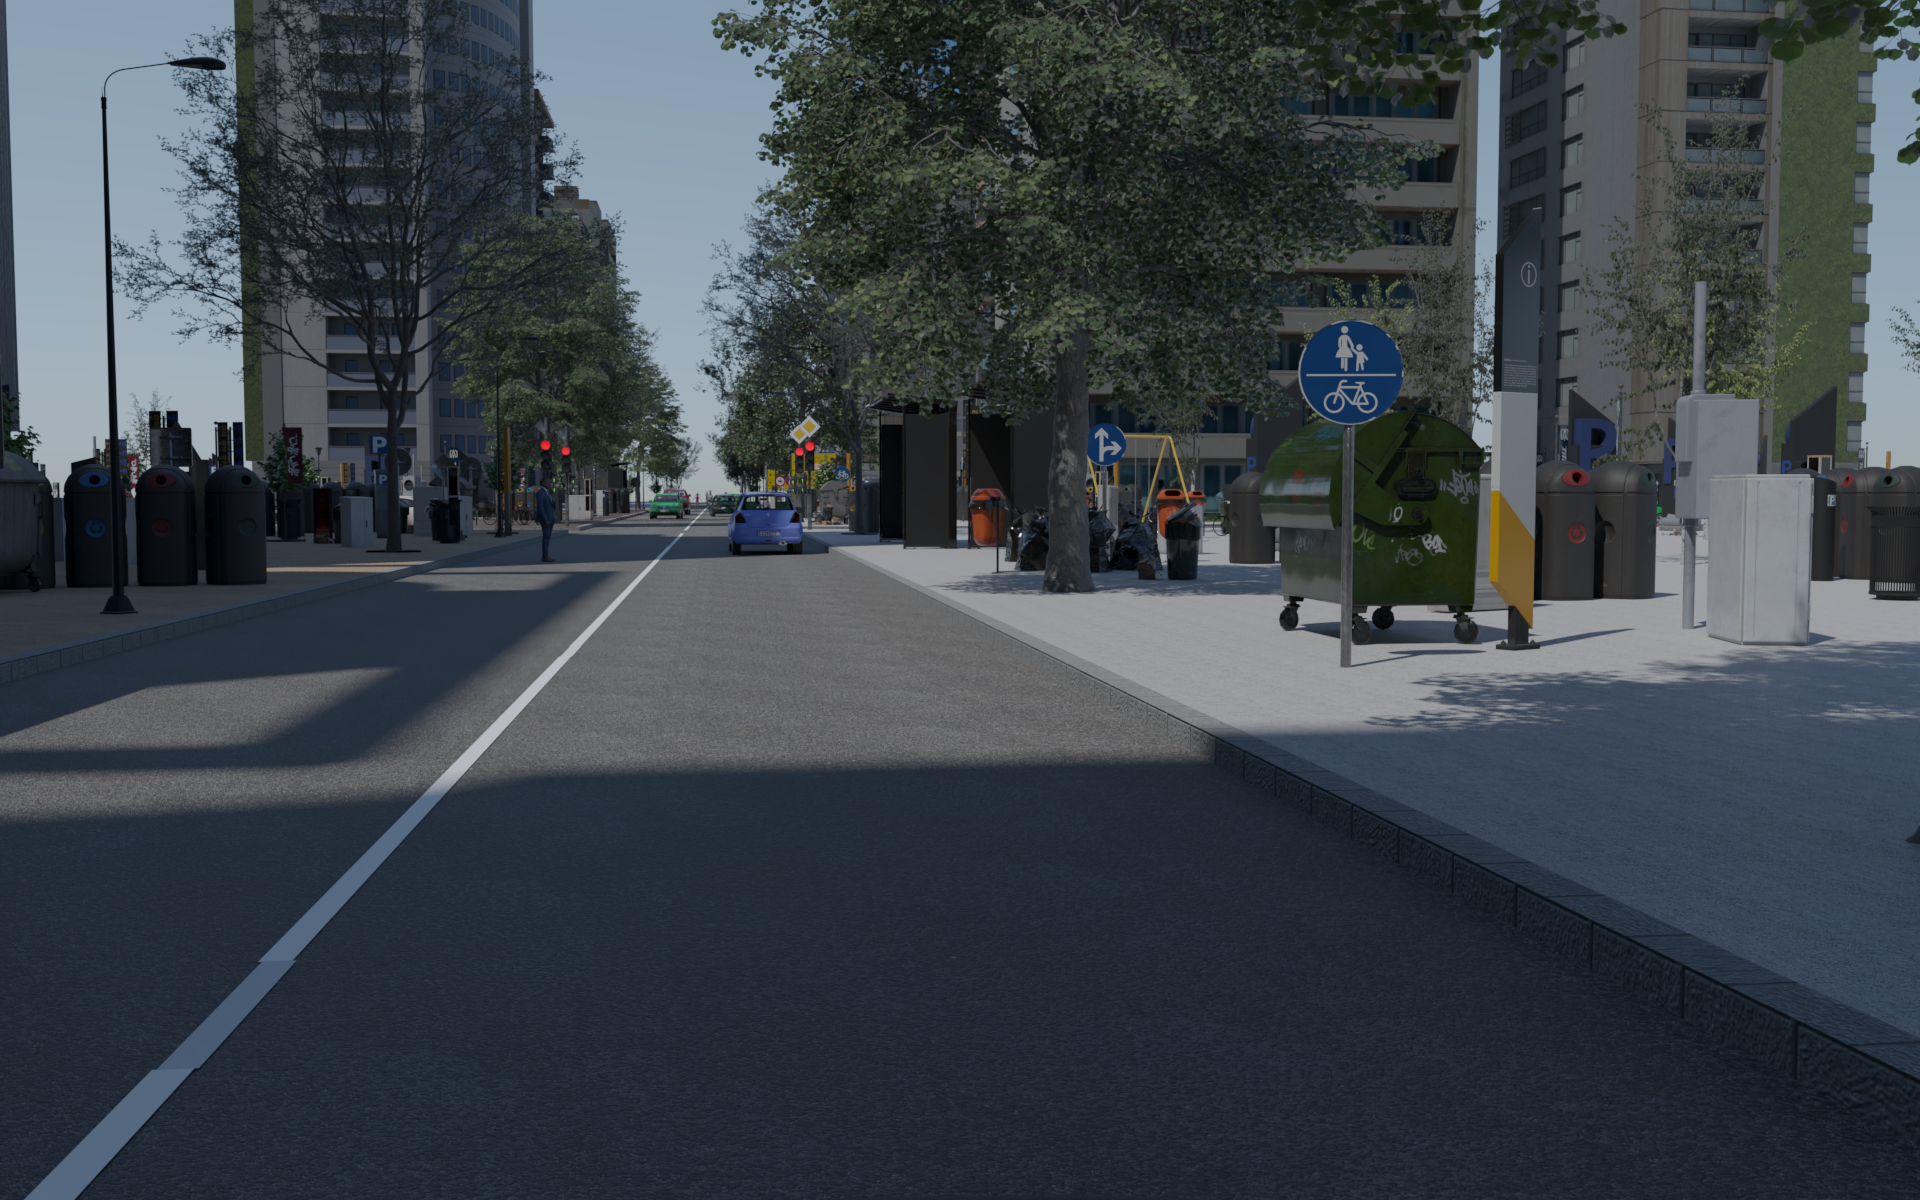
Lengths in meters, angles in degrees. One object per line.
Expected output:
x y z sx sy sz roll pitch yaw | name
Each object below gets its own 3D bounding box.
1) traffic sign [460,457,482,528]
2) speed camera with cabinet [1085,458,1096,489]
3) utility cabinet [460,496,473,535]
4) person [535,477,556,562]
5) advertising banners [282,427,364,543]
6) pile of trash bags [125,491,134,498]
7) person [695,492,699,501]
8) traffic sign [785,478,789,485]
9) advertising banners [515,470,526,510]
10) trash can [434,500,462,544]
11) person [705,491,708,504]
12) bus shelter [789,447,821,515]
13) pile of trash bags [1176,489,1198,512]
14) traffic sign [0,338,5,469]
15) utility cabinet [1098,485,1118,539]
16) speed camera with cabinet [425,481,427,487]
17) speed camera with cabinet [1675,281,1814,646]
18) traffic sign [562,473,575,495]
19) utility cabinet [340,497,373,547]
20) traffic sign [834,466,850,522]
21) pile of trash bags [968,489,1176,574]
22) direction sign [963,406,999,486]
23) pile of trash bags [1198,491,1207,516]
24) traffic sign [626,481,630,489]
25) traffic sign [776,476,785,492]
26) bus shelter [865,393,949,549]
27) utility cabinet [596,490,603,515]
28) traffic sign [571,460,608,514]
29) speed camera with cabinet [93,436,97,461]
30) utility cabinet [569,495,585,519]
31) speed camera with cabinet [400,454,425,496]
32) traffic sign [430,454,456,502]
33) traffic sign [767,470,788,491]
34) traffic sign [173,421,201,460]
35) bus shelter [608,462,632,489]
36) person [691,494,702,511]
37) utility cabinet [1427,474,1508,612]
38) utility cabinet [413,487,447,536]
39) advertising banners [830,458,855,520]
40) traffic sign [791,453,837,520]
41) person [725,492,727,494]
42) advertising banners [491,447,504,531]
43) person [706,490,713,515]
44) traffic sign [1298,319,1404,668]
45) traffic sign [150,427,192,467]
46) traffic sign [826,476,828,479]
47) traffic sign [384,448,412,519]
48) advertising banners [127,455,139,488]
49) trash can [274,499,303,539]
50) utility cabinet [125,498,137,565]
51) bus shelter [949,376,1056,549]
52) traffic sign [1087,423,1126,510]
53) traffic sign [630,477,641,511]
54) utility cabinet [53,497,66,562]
-16.761 -3.626 59.387 0.768 2.556 0.104 0 4 -2 | traffic sign
5.151 -5.096 77.651 2.038 3.252 0.660 -1 4 -12 | speed camera with cabinet
-15.575 -2.614 53.897 0.306 1.237 1.020 1 4 18 | utility cabinet
-8.810 -1.721 36.826 0.419 1.800 0.721 0 4 -3 | person
-16.623 -2.998 45.210 2.074 3.025 0.090 0 4 -2 | advertising banners
-49.481 -5.872 105.759 3.447 1.369 1.912 3 5 44 | pile of trash bags
-39.972 -15.572 263.822 1.217 1.735 0.721 0 4 -4 | person
-11.052 -6.914 113.148 0.768 2.556 0.104 0 4 -6 | traffic sign
-32.529 -7.945 126.091 2.074 3.025 0.090 1 4 9 | advertising banners
-13.315 -2.043 45.059 0.748 1.137 0.748 0 3 0 | trash can
-36.291 -14.704 248.781 0.709 1.838 0.599 -3 5 -42 | person
-10.512 -8.688 119.674 2.179 5.291 8.768 0 4 -8 | bus shelter
2.570 -1.397 32.601 3.447 1.369 1.912 0 4 0 | pile of trash bags
-10.830 -1.446 17.520 2.265 3.308 0.079 0 4 -1 | traffic sign
3.677 -2.093 42.892 0.318 1.500 1.173 1 4 16 | utility cabinet
-36.631 -7.648 119.374 0.660 3.252 2.038 2 4 35 | speed camera with cabinet
7.006 -1.296 15.526 0.660 3.252 2.038 0 4 7 | speed camera with cabinet
-22.714 -6.147 100.617 0.768 2.556 0.104 0 4 -3 | traffic sign
-14.688 -1.899 42.209 0.306 1.237 1.020 1 4 11 | utility cabinet
-5.379 -4.823 78.958 0.768 2.556 0.104 0 4 0 | traffic sign
1.624 -1.168 28.850 3.447 1.369 1.912 -2 4 -35 | pile of trash bags
0.585 -3.208 44.441 0.876 3.537 0.379 0 4 -1 | direction sign
5.471 -2.465 50.056 3.447 1.369 1.912 -1 4 -14 | pile of trash bags
-25.851 -8.075 134.158 0.606 2.300 0.079 0 4 -7 | traffic sign
-12.379 -7.287 119.254 0.768 2.556 0.104 0 4 -2 | traffic sign
-1.247 -3.187 43.388 1.731 3.624 6.357 0 4 -8 | bus shelter
-21.205 -5.758 102.826 0.318 1.500 1.173 -2 4 -34 | utility cabinet
-22.457 -6.786 104.820 2.265 3.308 0.079 0 4 -6 | traffic sign
-28.917 -3.939 58.734 0.660 3.252 2.038 -3 5 -41 | speed camera with cabinet
-19.567 -4.736 88.602 1.020 1.237 0.306 1 4 13 | utility cabinet
-27.883 -5.624 86.291 2.038 3.252 0.660 1 4 18 | speed camera with cabinet
-14.702 -2.946 49.346 0.795 2.450 0.064 0 4 -2 | traffic sign
-14.877 -9.187 144.086 2.265 3.308 0.079 0 4 -5 | traffic sign
-13.914 -1.885 30.826 0.884 2.594 0.081 0 4 -6 | traffic sign
-25.489 -8.435 129.189 1.731 3.624 6.357 0 4 -8 | bus shelter
-22.558 -8.372 148.599 0.991 1.433 0.599 0 4 -1 | person
5.644 -0.628 18.953 1.173 1.500 0.318 -2 4 -34 | utility cabinet
-16.020 -2.681 52.515 1.173 1.500 0.318 2 4 26 | utility cabinet
-5.706 -5.399 84.455 0.090 3.025 2.074 2 4 33 | advertising banners
-7.265 -5.644 86.148 2.265 3.308 0.079 0 4 -3 | traffic sign
-35.909 -15.669 265.356 0.551 1.740 0.621 3 5 45 | person
-16.202 -3.941 60.616 0.090 3.025 2.074 -2 4 -25 | advertising banners
-17.186 -6.707 119.164 0.512 1.701 0.522 0 4 6 | person
2.856 -0.773 12.747 0.768 2.556 0.104 0 4 2 | traffic sign
-12.103 -1.497 26.611 0.606 2.300 0.079 0 4 -6 | traffic sign
-6.430 -5.039 82.494 0.768 2.556 0.104 0 4 -3 | traffic sign
-15.547 -2.925 47.923 0.768 2.556 0.104 0 4 1 | traffic sign
-36.333 -4.990 77.777 2.074 3.025 0.090 0 4 1 | advertising banners
-18.722 -2.243 48.326 0.748 1.137 0.748 0 3 0 | trash can
-15.362 -1.229 31.248 1.020 1.237 0.306 -3 5 -42 | utility cabinet
1.091 -2.812 37.267 1.731 3.624 6.357 0 4 -8 | bus shelter
2.605 -1.903 31.214 0.768 2.556 0.104 0 4 -1 | traffic sign
-24.195 -7.898 129.232 0.768 2.556 0.104 0 4 -5 | traffic sign
-17.404 -1.347 33.188 1.020 1.237 0.306 2 4 27 | utility cabinet
